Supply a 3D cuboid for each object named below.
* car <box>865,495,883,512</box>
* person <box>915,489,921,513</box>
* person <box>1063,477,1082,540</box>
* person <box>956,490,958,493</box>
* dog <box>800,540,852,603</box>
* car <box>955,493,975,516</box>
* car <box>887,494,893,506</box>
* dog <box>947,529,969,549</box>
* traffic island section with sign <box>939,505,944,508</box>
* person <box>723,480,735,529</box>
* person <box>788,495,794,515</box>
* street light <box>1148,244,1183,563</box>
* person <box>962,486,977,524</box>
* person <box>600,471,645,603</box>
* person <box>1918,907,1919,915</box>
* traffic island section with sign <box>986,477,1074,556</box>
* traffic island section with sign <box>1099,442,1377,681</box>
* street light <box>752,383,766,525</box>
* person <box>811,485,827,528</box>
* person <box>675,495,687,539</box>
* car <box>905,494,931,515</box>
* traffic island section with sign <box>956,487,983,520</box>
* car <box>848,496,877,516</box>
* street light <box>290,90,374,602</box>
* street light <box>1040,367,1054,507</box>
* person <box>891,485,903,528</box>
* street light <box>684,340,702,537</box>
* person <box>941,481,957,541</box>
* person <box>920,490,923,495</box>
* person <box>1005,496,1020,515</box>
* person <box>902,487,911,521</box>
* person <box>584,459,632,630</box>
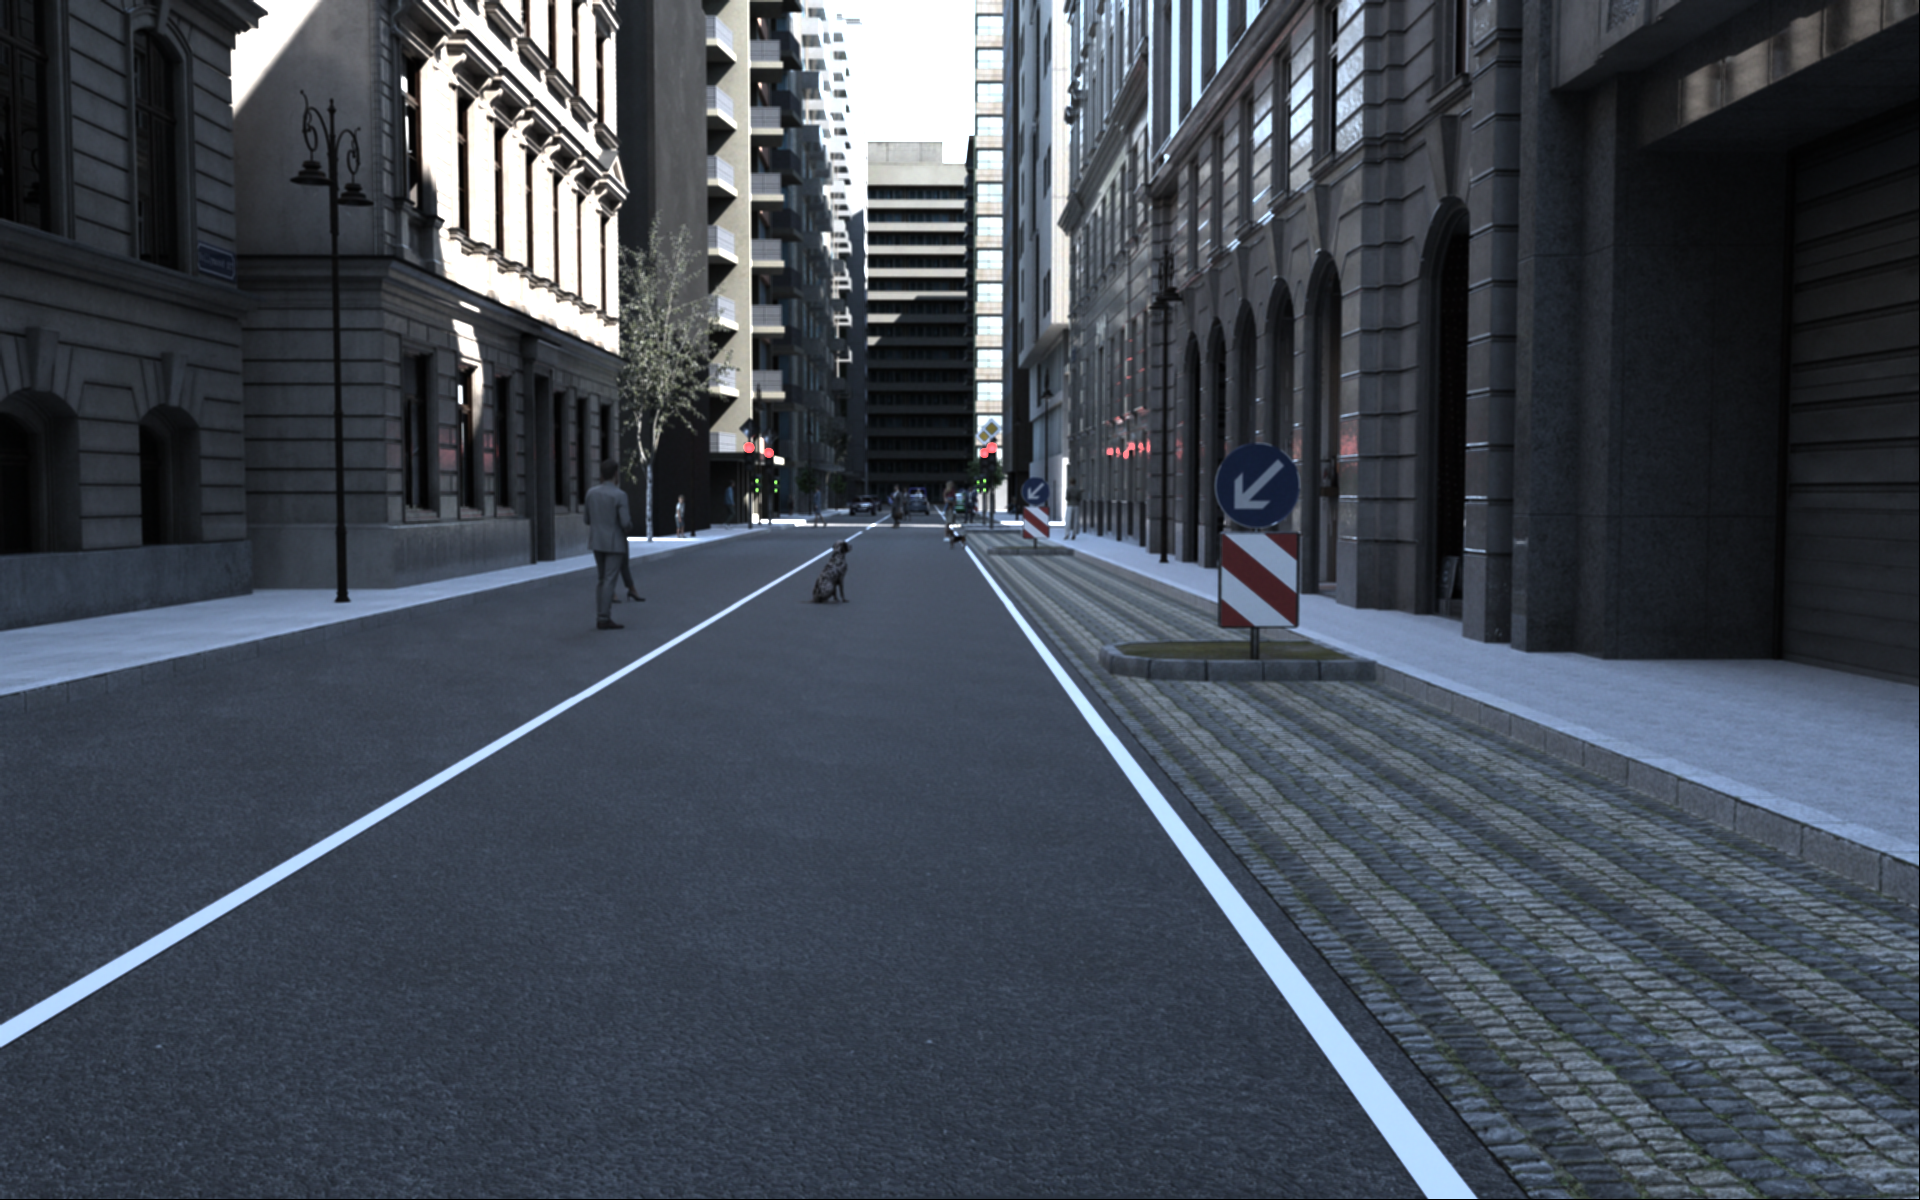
[{"bbox_3d":[-7.338,-7.971,142.902,1.945,1.354,3.894,0,4,-2],"label":"car"},{"bbox_3d":[-3.216,-7.588,132.436,0.514,1.842,0.818,-2,4,-34],"label":"person"},{"bbox_3d":[3.165,-2.581,48.799,0.519,1.759,0.362,-1,4,-14],"label":"person"},{"bbox_3d":[-0.235,-8.057,140.980,0.466,1.731,0.760,0,4,1],"label":"person"},{"bbox_3d":[-1.830,-0.373,22.928,0.800,0.831,0.513,0,4,-4],"label":"dog"},{"bbox_3d":[0.038,-6.292,111.663,1.959,1.807,4.718,0,4,-1],"label":"car"},{"bbox_3d":[-8.055,-12.563,214.994,1.945,1.707,3.694,0,4,-2],"label":"car"},{"bbox_3d":[-0.060,-1.600,45.453,0.406,0.507,0.540,2,4,27],"label":"dog"},{"bbox_3d":[-0.950,-10.101,173.780,1.989,1.847,2.006,0,4,-1],"label":"traffic island section with sign"},{"bbox_3d":[-8.378,-3.450,62.788,0.444,1.785,0.601,-1,4,-13],"label":"person"},{"bbox_3d":[-10.137,-5.692,103.781,0.362,1.253,0.373,1,4,23],"label":"person"},{"bbox_3d":[3.822,-3.639,32.281,0.468,5.910,1.993,0,4,-1],"label":"street light"},{"bbox_3d":[0.468,-4.561,83.261,0.721,1.800,0.419,1,4,17],"label":"person"},{"bbox_3d":[-4.472,-0.867,22.944,0.573,1.790,0.520,-1,4,-9],"label":"person"},{"bbox_3d":[2.252,0.605,3.629,0.505,1.210,0.382,-2,4,-29],"label":"person"},{"bbox_3d":[1.640,-1.984,41.059,1.989,1.847,2.006,0,4,-1],"label":"traffic island section with sign"},{"bbox_3d":[2.171,-0.335,14.109,1.989,1.847,2.006,0,4,-1],"label":"traffic island section with sign"},{"bbox_3d":[-8.346,-6.067,71.976,0.468,5.910,1.993,0,4,-1],"label":"street light"},{"bbox_3d":[-6.007,-3.988,73.720,0.654,1.822,0.581,1,4,10],"label":"person"},{"bbox_3d":[-8.021,-2.393,49.850,0.332,1.250,0.352,-3,4,-36],"label":"person"},{"bbox_3d":[-3.000,-6.574,119.492,2.014,1.417,4.499,0,4,-2],"label":"car"},{"bbox_3d":[0.555,-5.411,97.100,1.989,1.847,2.006,0,4,-1],"label":"traffic island section with sign"},{"bbox_3d":[-6.550,-6.386,116.986,1.945,1.354,3.894,0,4,-1],"label":"car"},{"bbox_3d":[-7.338,-2.912,20.404,0.468,5.910,1.993,0,4,-1],"label":"street light"},{"bbox_3d":[3.160,-5.532,63.239,0.468,5.910,1.993,0,4,-1],"label":"street light"},{"bbox_3d":[-2.647,-3.929,72.705,0.622,1.834,0.822,2,4,33],"label":"person"},{"bbox_3d":[-8.049,-4.848,52.048,0.468,5.910,1.993,0,4,-1],"label":"street light"},{"bbox_3d":[-0.318,-2.706,52.711,0.573,1.828,0.580,-2,4,-29],"label":"person"},{"bbox_3d":[-3.253,-8.377,145.716,0.529,1.795,0.600,0,4,-6],"label":"person"},{"bbox_3d":[3.287,-5.676,104.349,1.012,1.151,0.738,3,5,43],"label":"person"},{"bbox_3d":[-2.924,-5.172,93.336,0.520,1.790,0.573,0,4,-4],"label":"person"},{"bbox_3d":[-3.694,-0.599,18.488,0.606,1.804,0.583,2,4,24],"label":"person"}]
